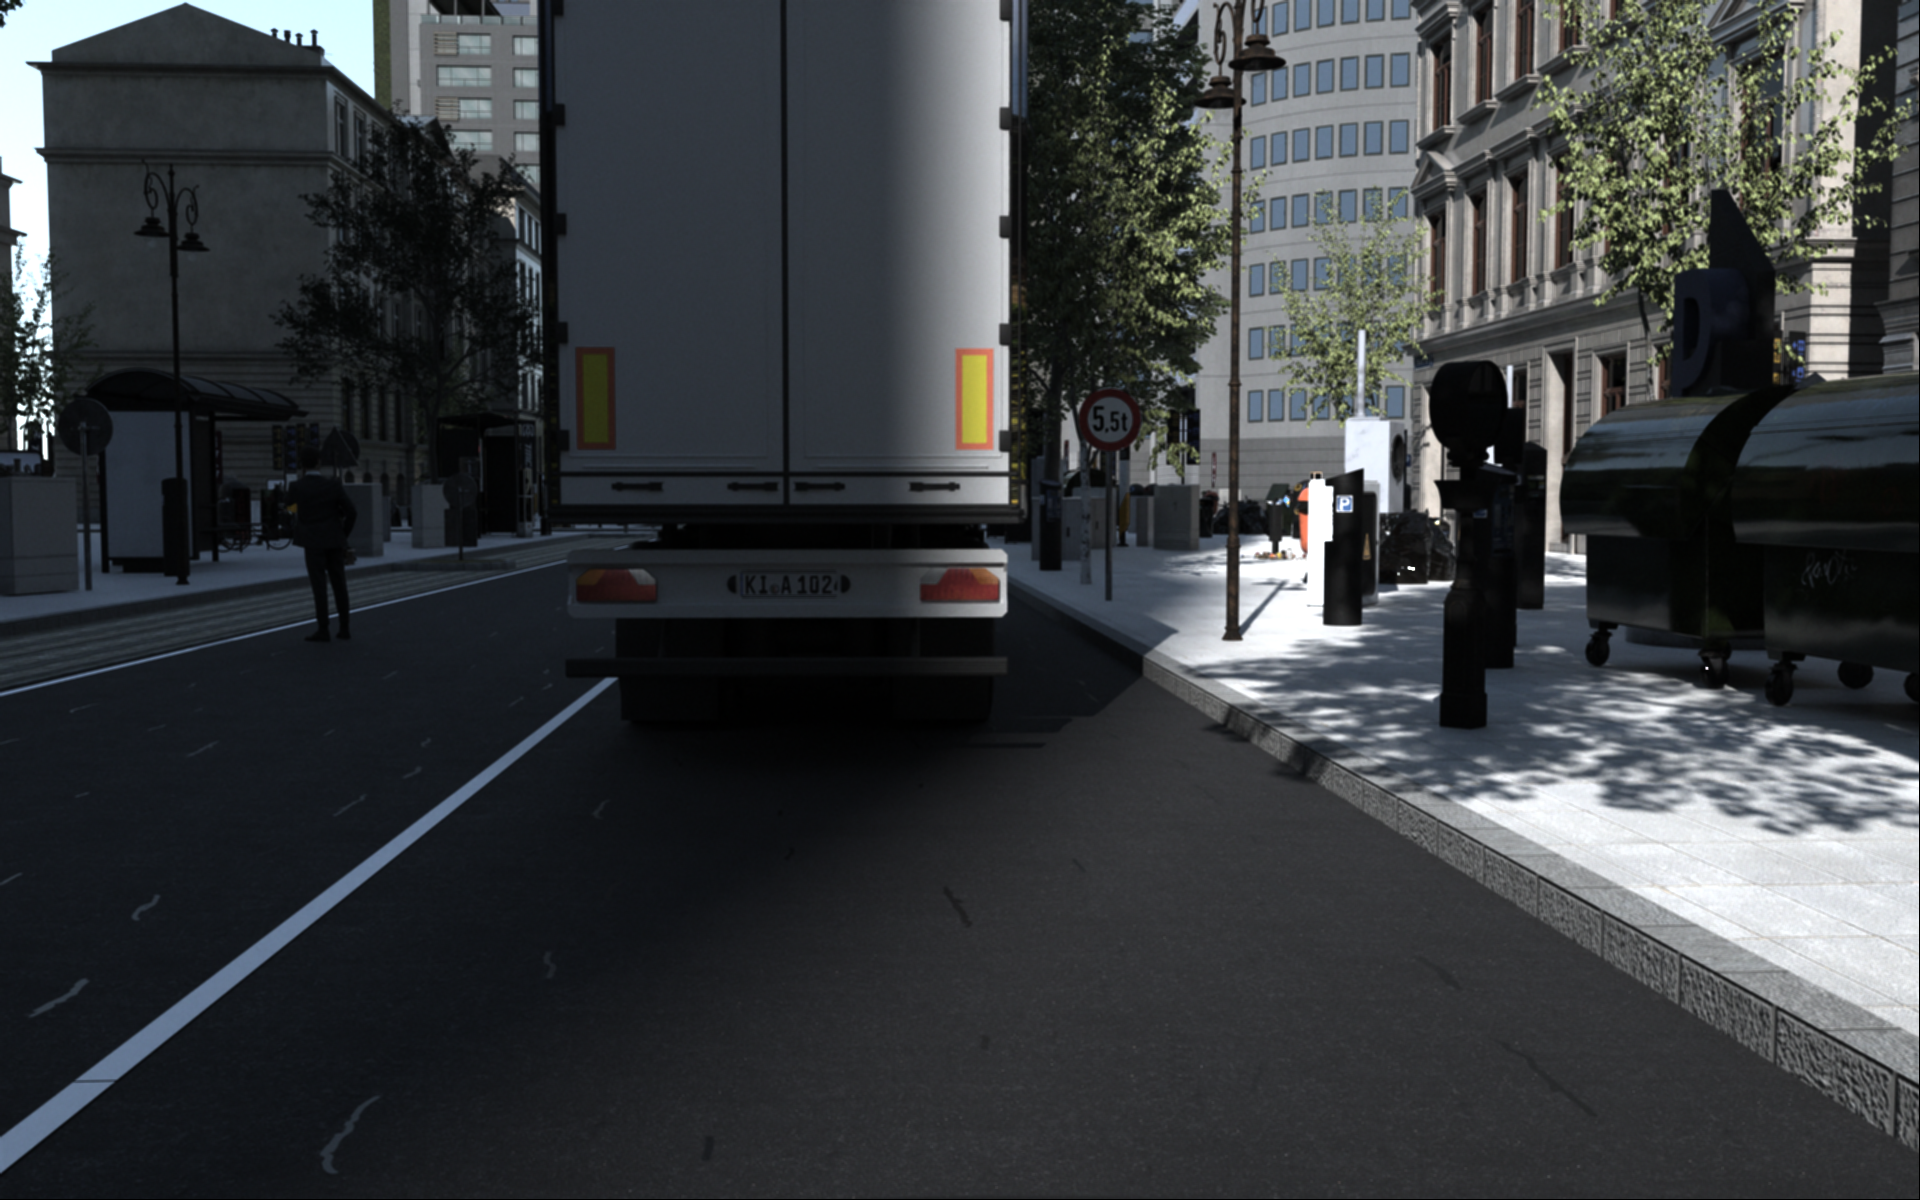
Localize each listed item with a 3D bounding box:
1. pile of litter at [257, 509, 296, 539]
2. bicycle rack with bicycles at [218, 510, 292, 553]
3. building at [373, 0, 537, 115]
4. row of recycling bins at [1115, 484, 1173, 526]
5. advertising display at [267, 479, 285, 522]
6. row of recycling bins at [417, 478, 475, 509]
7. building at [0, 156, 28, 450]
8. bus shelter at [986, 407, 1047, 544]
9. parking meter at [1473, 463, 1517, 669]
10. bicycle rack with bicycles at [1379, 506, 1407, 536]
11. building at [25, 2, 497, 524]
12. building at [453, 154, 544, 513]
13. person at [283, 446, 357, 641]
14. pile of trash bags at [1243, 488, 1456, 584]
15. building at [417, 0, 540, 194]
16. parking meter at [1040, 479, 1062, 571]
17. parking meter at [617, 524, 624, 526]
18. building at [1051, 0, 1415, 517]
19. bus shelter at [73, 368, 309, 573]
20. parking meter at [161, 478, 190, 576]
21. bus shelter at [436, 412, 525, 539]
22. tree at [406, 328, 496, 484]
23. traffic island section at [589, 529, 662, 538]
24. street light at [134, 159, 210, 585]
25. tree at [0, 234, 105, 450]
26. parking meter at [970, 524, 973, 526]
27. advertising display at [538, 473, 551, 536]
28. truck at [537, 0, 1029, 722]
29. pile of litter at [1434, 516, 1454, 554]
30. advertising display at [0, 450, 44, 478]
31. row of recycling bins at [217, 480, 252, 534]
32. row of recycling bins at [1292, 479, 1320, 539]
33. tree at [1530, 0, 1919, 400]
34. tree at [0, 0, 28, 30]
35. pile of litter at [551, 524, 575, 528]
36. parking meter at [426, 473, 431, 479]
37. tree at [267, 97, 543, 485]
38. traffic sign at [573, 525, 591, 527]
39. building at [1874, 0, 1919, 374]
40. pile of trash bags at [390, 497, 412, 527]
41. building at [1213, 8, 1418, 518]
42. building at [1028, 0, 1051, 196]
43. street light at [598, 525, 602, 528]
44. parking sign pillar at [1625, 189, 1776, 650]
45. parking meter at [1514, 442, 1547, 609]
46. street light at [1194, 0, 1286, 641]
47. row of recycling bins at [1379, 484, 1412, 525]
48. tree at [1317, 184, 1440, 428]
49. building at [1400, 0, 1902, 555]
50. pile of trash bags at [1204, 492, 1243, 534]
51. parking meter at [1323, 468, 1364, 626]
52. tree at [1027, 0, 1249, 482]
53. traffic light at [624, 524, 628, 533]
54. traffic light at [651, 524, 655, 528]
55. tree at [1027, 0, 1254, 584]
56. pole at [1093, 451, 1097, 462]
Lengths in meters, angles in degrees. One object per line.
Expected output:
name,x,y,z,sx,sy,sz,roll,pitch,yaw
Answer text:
pile of litter,-19.370,-2.205,50.024,1.719,0.858,1.176,1,4,13
bicycle rack with bicycles,-16.844,-1.558,38.851,2.925,0.926,2.852,0,4,-2
building,-41.973,-38.162,165.956,21.231,58.520,28.212,0,4,-4
row of recycling bins,7.310,-3.788,69.050,3.534,1.692,1.069,3,5,41
advertising display,-29.017,-4.194,73.786,0.974,1.923,0.123,0,4,0
row of recycling bins,-13.326,-2.296,44.646,1.069,1.692,3.534,-2,4,-29
building,-57.975,-14.513,79.089,24.055,21.916,13.314,0,4,-4
bus shelter,1.464,-3.445,47.607,1.731,3.624,6.357,0,4,-4
parking meter,3.927,-0.271,12.850,0.372,1.533,0.369,0,3,0
bicycle rack with bicycles,13.197,-2.361,51.986,2.925,0.926,2.852,3,5,45
building,-33.430,-16.655,91.391,14.460,24.649,34.723,0,4,-4
building,-36.343,-17.786,124.086,16.112,22.955,30.059,0,4,-4
person,-6.280,-0.557,16.976,0.648,1.900,0.474,-3,5,-43
pile of trash bags,5.827,-0.935,25.047,1.912,1.369,3.447,3,4,39
building,-36.535,-28.262,145.679,14.154,41.232,14.086,0,4,-4
parking meter,1.526,-1.268,29.135,0.372,1.533,0.369,0,3,0
parking meter,-13.718,-3.942,70.170,0.399,1.863,0.255,1,4,8
building,16.986,-35.508,122.560,21.231,58.520,28.212,0,4,-4
bus shelter,-13.356,-2.243,30.592,2.014,3.302,5.546,0,4,-4
parking meter,-12.266,-1.142,27.086,0.372,1.533,0.369,0,3,0
bus shelter,-14.420,-3.744,52.489,1.731,3.624,6.357,0,4,-3
tree,-22.879,-7.767,77.355,4.737,8.622,4.395,0,3,0
traffic island section,-11.115,-2.155,57.514,2.009,0.180,2.903,0,4,-4
street light,-11.024,-3.156,24.382,0.468,5.910,1.993,0,4,-4
tree,-27.005,-6.091,49.950,4.737,8.622,4.395,0,3,0
parking meter,0.337,-2.933,56.365,0.372,1.533,0.369,0,3,0
advertising display,-12.834,-2.962,53.635,0.123,1.923,0.974,0,4,5
truck,-1.069,-1.548,14.218,2.839,4.237,11.283,0,4,-2
pile of litter,9.483,-1.199,33.566,1.176,0.858,1.719,0,4,2
advertising display,-13.827,-1.221,25.180,0.123,1.923,0.974,3,5,40
row of recycling bins,-22.417,-2.792,52.770,1.069,1.692,3.534,-2,4,-33
row of recycling bins,10.029,-2.543,48.690,1.069,1.692,3.534,0,4,3
tree,8.573,-4.295,20.579,4.737,8.622,4.395,0,3,0
tree,-10.859,-5.338,13.030,9.928,11.665,9.643,0,3,0
pile of litter,-15.179,-3.161,65.643,1.176,0.858,1.719,-1,4,-12
parking meter,-14.833,-2.625,48.635,0.255,1.863,0.399,-1,4,-9
tree,-13.072,-6.576,41.931,8.767,10.594,7.601,3,5,40
traffic sign,-14.892,-4.540,68.099,2.265,3.308,0.079,0,4,3
building,18.936,-10.252,16.779,9.793,20.994,18.267,0,4,-4
pile of trash bags,-21.134,-3.562,67.985,3.447,1.369,1.912,0,4,-5
building,25.274,-33.383,87.818,28.212,58.520,21.231,0,4,-4
building,14.555,-33.152,165.737,21.300,48.544,21.600,0,4,-4
street light,-13.676,-5.678,65.615,0.468,5.910,1.993,0,4,-4
parking sign pillar,6.504,-1.611,14.807,1.447,3.967,1.447,0,4,7
parking meter,6.350,-0.834,19.345,0.255,1.863,0.399,0,4,-6
street light,2.394,-2.585,15.046,0.468,5.910,1.993,0,4,-4
row of recycling bins,18.260,-3.807,69.361,3.534,1.692,1.069,0,4,-6
tree,9.290,-5.518,40.586,4.737,8.622,4.395,0,3,0
building,17.986,-12.305,37.348,11.583,22.565,21.152,0,4,-4
pile of trash bags,9.699,-2.824,55.933,1.912,1.369,3.447,3,5,44
parking meter,3.754,-0.523,16.959,0.372,1.533,0.369,0,3,0
tree,2.275,-7.176,35.459,7.486,12.596,7.792,0,3,0
traffic light,-11.074,-4.187,57.382,0.839,4.253,0.868,0,4,-4
traffic light,-11.587,-4.675,65.350,0.839,4.253,0.868,0,4,-4
tree,1.893,-4.518,24.233,4.737,8.622,4.395,0,3,0
pole,6.371,-5.390,81.963,0.158,3.312,0.155,0,3,0
